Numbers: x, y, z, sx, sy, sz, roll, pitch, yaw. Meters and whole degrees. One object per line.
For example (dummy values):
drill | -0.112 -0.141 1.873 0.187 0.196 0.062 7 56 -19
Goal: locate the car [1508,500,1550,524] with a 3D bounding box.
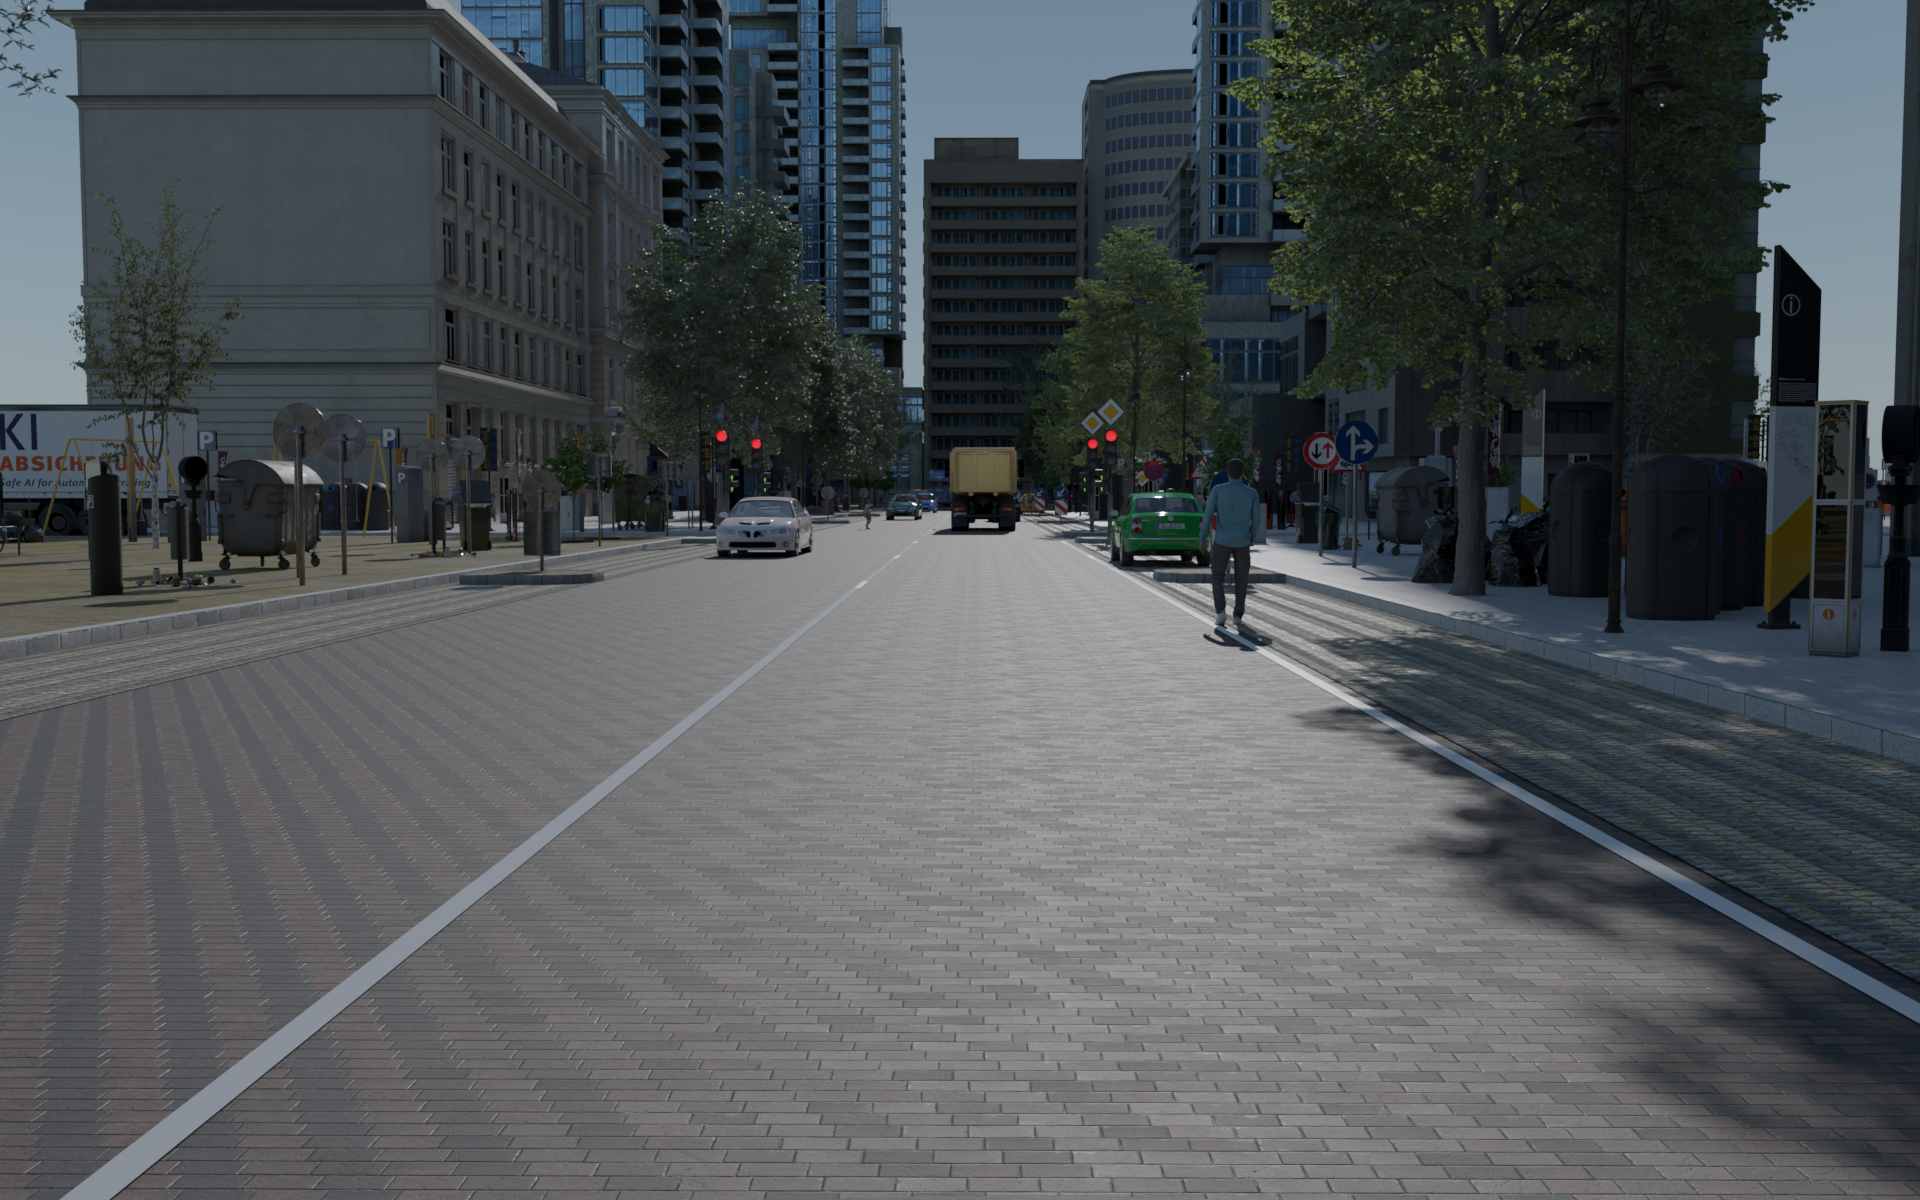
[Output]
car | 19.416 -2.641 54.985 4.920 1.459 2.131 0 4 -1

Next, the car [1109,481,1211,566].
car | 4.075 -1.635 35.525 1.959 1.807 4.718 0 4 1

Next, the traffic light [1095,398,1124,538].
traffic light | 4.405 -3.794 50.955 0.839 4.253 0.868 0 4 1

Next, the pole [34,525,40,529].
pole | -33.760 -4.244 63.239 0.158 3.312 0.155 0 3 0

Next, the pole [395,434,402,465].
pole | -19.154 -3.994 59.146 0.158 3.312 0.155 0 3 0

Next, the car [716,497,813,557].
car | -4.595 -1.762 41.165 2.083 1.381 4.827 0 4 2

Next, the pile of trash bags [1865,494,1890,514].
pile of trash bags | 36.890 -3.747 71.009 3.447 1.369 1.912 -2 4 -24

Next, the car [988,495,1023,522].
car | 2.298 -4.940 90.553 2.009 1.686 4.222 0 4 1

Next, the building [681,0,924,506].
building | -20.457 -56.599 238.072 31.000 86.520 22.319 0 4 1

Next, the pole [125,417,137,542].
pole | -22.094 -3.200 46.163 0.158 3.312 0.155 0 3 0

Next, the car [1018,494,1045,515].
car | 4.887 -6.677 119.387 2.015 1.641 3.980 0 4 -1

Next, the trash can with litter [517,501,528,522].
trash can with litter | -19.841 -4.158 79.365 0.624 1.170 1.055 2 4 27

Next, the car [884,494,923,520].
car | -3.108 -5.183 96.543 2.131 1.459 4.920 0 4 2

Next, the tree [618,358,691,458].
tree | -15.752 -8.673 92.163 4.737 8.622 4.395 0 3 0

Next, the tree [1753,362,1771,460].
tree | 34.523 -7.767 77.353 4.737 8.622 4.395 0 3 0

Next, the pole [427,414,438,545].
pole | -13.404 -3.066 43.973 0.158 3.312 0.155 0 3 0

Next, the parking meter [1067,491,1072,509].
parking meter | 7.840 -7.052 123.709 0.372 1.533 0.369 0 3 0

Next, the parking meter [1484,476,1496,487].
parking meter | 15.702 -2.791 51.351 0.255 1.863 0.399 0 4 -4

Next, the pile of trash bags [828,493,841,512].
pile of trash bags | -9.431 -7.023 124.574 1.912 1.369 3.447 1 4 18

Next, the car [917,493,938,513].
car | -2.625 -7.430 131.075 1.945 1.707 3.694 0 4 2

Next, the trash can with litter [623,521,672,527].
trash can with litter | -12.316 -3.475 67.878 2.233 1.210 1.678 -2 4 -26

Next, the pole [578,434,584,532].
pole | -12.764 -3.948 58.390 0.158 3.312 0.155 0 3 0

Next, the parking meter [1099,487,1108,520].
parking meter | 7.125 -4.917 86.104 0.399 1.863 0.255 3 5 45

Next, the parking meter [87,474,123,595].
parking meter | -10.881 -0.834 22.051 0.372 1.533 0.369 0 3 0

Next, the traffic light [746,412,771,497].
traffic light | -6.880 -4.288 59.031 0.839 4.253 0.868 0 4 1

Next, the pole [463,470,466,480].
pole | -19.424 -4.538 68.037 0.158 3.312 0.155 0 3 0

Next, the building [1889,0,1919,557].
building | 29.975 -24.493 24.159 21.300 48.544 21.600 0 4 1

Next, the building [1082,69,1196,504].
building | 31.247 -42.561 237.873 28.212 58.520 21.231 0 4 1

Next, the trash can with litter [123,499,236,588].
trash can with litter | -11.159 -0.822 24.493 1.678 1.210 2.233 -1 4 -23

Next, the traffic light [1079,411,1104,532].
traffic light | 4.480 -4.283 58.940 0.839 4.253 0.868 0 4 1

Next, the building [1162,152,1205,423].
building | 35.266 -30.258 186.604 32.217 40.220 23.993 0 4 1

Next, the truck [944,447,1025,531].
truck | 0.980 -4.576 70.747 3.469 3.379 9.791 0 4 1

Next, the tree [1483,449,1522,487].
tree | 20.364 -4.367 66.008 1.663 3.219 1.824 0 3 0

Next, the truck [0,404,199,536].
truck | -30.345 -4.053 55.178 11.283 4.237 2.839 0 4 -1

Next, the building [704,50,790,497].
building | -34.105 -34.741 187.628 30.456 49.044 23.786 0 4 1

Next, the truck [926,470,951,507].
truck | -2.395 -12.917 200.949 2.967 4.110 18.799 0 4 -1

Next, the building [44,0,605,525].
building | -28.584 -15.399 85.050 16.112 22.955 30.059 0 4 1

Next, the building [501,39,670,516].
building | -26.702 -19.816 109.899 13.634 28.700 20.117 0 4 1

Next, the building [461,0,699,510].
building | -30.778 -51.133 148.697 22.319 86.520 31.000 0 4 1

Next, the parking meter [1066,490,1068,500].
parking meter | 8.205 -7.730 132.096 0.255 1.863 0.399 1 4 9

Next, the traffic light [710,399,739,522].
traffic light | -6.956 -3.800 51.046 0.839 4.253 0.868 0 4 1

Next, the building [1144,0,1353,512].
building | 29.641 -51.667 157.419 22.319 86.520 31.000 0 4 1

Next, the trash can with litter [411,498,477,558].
trash can with litter | -10.488 -1.509 35.727 1.678 1.210 2.233 0 4 6

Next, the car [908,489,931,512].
car | -3.383 -8.039 140.112 2.281 1.827 5.304 0 4 -1

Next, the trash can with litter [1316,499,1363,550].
trash can with litter | 8.738 -1.742 39.862 1.055 1.170 0.624 2 4 28

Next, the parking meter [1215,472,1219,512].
parking meter | 6.857 -2.462 45.959 0.255 1.863 0.399 1 4 13

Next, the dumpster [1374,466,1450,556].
dumpster | 9.565 -1.886 36.592 1.264 1.857 1.865 0 4 1

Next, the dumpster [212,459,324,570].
dumpster | -11.893 -1.472 29.827 1.264 1.857 1.865 0 4 1

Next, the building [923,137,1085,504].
building | 5.835 -37.590 238.290 21.600 48.544 21.300 0 4 1

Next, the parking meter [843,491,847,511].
parking meter | -8.752 -7.548 131.817 0.372 1.533 0.369 0 3 0

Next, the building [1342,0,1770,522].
building | 24.915 -18.564 75.217 14.107 30.474 14.160 0 4 1

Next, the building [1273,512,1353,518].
building | 29.986 -48.428 104.461 22.319 86.520 31.000 0 4 1
